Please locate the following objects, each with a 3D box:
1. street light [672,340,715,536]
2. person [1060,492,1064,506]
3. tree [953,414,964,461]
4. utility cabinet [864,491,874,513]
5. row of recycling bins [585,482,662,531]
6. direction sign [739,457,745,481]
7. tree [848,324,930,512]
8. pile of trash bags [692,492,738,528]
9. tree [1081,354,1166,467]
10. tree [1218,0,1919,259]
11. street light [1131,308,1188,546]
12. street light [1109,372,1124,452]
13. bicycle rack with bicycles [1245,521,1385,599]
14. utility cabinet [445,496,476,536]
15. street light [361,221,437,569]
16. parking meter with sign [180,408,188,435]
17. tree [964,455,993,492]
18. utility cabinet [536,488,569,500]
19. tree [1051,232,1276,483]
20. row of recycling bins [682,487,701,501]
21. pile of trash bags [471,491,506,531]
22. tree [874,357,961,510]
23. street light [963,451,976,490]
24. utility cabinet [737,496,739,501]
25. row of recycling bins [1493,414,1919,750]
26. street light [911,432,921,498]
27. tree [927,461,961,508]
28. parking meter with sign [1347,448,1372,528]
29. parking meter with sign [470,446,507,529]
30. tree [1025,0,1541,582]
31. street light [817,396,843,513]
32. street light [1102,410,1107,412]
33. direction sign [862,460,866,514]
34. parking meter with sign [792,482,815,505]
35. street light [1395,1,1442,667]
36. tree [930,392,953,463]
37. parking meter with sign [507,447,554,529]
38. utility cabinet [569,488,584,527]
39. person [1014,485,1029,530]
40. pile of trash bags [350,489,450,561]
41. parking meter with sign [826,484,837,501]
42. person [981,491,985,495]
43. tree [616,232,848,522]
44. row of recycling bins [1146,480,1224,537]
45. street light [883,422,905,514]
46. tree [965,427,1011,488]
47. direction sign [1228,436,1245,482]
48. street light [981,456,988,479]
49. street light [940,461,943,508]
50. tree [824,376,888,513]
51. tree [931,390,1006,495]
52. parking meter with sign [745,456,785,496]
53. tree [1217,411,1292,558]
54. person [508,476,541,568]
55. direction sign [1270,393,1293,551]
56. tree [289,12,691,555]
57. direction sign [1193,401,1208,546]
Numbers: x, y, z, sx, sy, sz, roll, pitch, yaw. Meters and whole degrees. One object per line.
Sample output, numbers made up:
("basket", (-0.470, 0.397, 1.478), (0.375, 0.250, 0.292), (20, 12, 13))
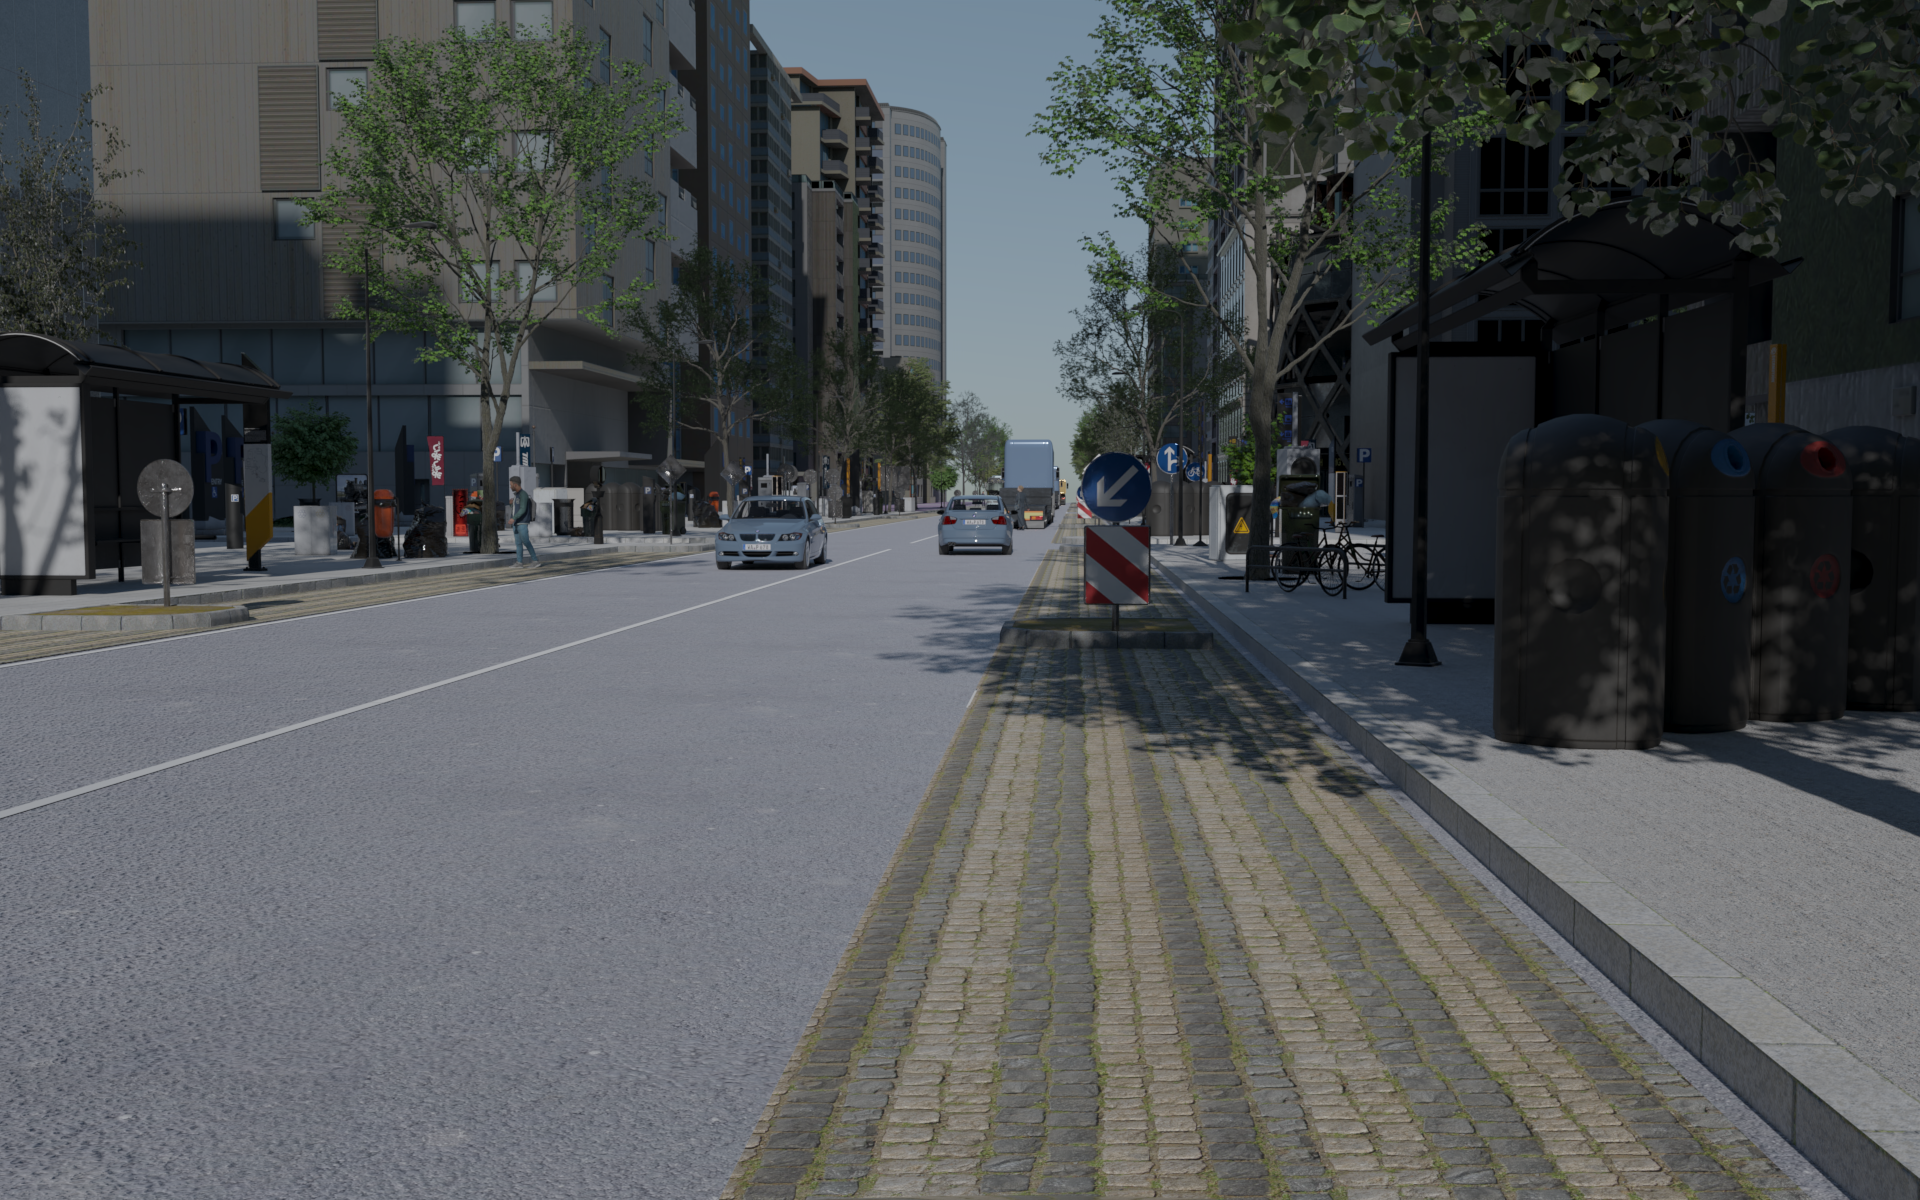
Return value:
("street light", (-8.092, -4.883, 52.376), (1.470, 5.913, 1.316), (0, 4, 4))
("person", (11.974, -12.062, 206.240), (0.721, 1.766, 1.217), (3, 5, 39))
("tree", (-3.304, -12.186, 133.658), (8.767, 10.594, 7.601), (2, 4, 29))
("utility cabinet", (-6.068, -6.544, 115.667), (0.318, 1.500, 1.173), (-2, 4, -32))
("row of recycling bins", (-11.819, -3.282, 60.774), (3.534, 1.692, 1.069), (2, 4, 35))
("direction sign", (-13.361, -6.988, 106.252), (0.379, 3.537, 0.876), (1, 4, 17))
("tree", (-6.609, -9.694, 92.910), (8.767, 10.594, 7.601), (-1, 4, -9))
("pile of trash bags", (-9.413, -3.502, 67.010), (1.912, 1.369, 3.447), (-1, 4, -14))
("tree", (8.746, -8.554, 90.228), (4.360, 8.622, 3.978), (0, 3, 0))
("tree", (3.664, -5.967, 4.224), (9.857, 13.997, 8.962), (0, 3, 0))
("street light", (4.916, -4.293, 42.728), (1.470, 5.913, 1.316), (0, 4, 4))
("street light", (6.457, -5.709, 65.888), (1.470, 5.913, 1.316), (0, 4, 4))
("bicycle rack with bicycles", (4.991, -0.559, 22.528), (2.852, 0.926, 2.925), (-2, 4, -31))
("utility cabinet", (-15.138, -2.532, 52.566), (1.020, 1.237, 0.306), (2, 4, 32))
("street light", (-9.603, -3.496, 29.693), (1.470, 5.913, 1.316), (0, 4, 4))
("parking meter with sign", (-16.305, -2.341, 34.530), (0.543, 3.016, 1.738), (2, 4, 28))
("tree", (2.439, -17.448, 235.641), (4.360, 8.622, 3.978), (0, 3, 0))
("utility cabinet", (-13.872, -3.045, 58.472), (1.173, 1.500, 0.318), (1, 4, 21))
("tree", (7.014, -7.744, 61.027), (8.767, 10.594, 7.601), (1, 4, 17))
("row of recycling bins", (-17.273, -5.896, 103.513), (3.534, 1.692, 1.069), (0, 4, -5))
("pile of trash bags", (-16.677, -3.063, 59.829), (1.912, 1.369, 3.447), (-1, 4, -17))
("tree", (-3.700, -13.754, 143.001), (7.486, 12.596, 7.792), (0, 3, 0))
("street light", (0.863, -13.185, 188.115), (1.470, 5.913, 1.316), (0, 4, 4))
("utility cabinet", (-12.205, -5.291, 97.665), (0.306, 1.237, 1.020), (1, 4, 22))
("row of recycling bins", (4.306, -0.165, 9.805), (3.534, 1.692, 1.069), (-2, 4, -34))
("street light", (-3.082, -9.533, 128.412), (1.470, 5.913, 1.316), (0, 4, 4))
("tree", (-1.571, -11.047, 164.328), (4.285, 4.588, 4.351), (0, 3, 0))
("parking meter with sign", (15.240, -4.294, 66.474), (0.543, 3.016, 1.738), (0, 4, -4))
("parking meter with sign", (-17.420, -4.073, 62.859), (0.543, 3.016, 1.738), (2, 4, 32))
("tree", (4.516, -6.091, 25.351), (9.928, 11.665, 9.643), (0, 3, 0))
("street light", (-6.216, -6.698, 82.055), (1.470, 5.913, 1.316), (0, 4, 4))
("street light", (8.472, -7.543, 95.872), (1.470, 5.913, 1.316), (0, 4, 4))
("direction sign", (-6.362, -7.484, 114.368), (0.379, 3.537, 0.876), (-1, 4, -17))
("parking meter with sign", (-10.115, -7.055, 111.603), (1.738, 3.016, 0.543), (2, 4, 26))
("street light", (2.903, -2.467, 12.876), (1.470, 5.913, 1.316), (0, 4, 4))
("tree", (-4.595, -11.377, 120.422), (7.601, 10.594, 8.767), (0, 4, -2))
("parking meter with sign", (-15.939, -4.151, 64.135), (1.738, 3.016, 0.543), (0, 4, -7))
("utility cabinet", (-14.963, -3.509, 66.043), (1.173, 1.500, 0.318), (-2, 4, -28))
("person", (2.450, -3.631, 68.291), (0.534, 1.772, 0.576), (2, 4, 30))
("pile of trash bags", (-11.282, -1.524, 34.671), (1.912, 1.369, 3.447), (-1, 4, -10))
("parking meter with sign", (-9.166, -7.972, 126.603), (0.543, 3.016, 1.738), (3, 4, 38))
("person", (2.659, -11.097, 190.392), (0.568, 1.767, 0.683), (2, 4, 31))
("tree", (-8.562, -7.820, 62.268), (7.601, 10.594, 8.767), (0, 4, 5))
("row of recycling bins", (7.064, -2.843, 53.592), (1.069, 1.692, 3.534), (3, 5, 44))
("street light", (-4.259, -8.513, 111.728), (1.470, 5.913, 1.316), (0, 4, 4))
("tree", (5.490, -22.471, 284.409), (9.611, 12.733, 9.660), (0, 3, 0))
("direction sign", (10.851, -4.620, 67.526), (0.876, 3.537, 0.379), (3, 4, 39))
("street light", (2.401, -14.587, 211.043), (1.470, 5.913, 1.316), (0, 4, 4))
("street light", (-1.154, -11.348, 158.087), (1.470, 5.913, 1.316), (0, 4, 4))
("tree", (-6.292, -9.591, 107.179), (4.360, 8.622, 3.978), (0, 3, 0))
("tree", (0.567, -17.858, 202.348), (12.009, 13.543, 11.850), (0, 3, 0))
("parking meter with sign", (-8.907, -5.082, 79.359), (1.738, 3.016, 0.543), (0, 4, -3))
("tree", (5.953, -2.485, 35.233), (1.663, 3.219, 1.824), (0, 3, 0))
("person", (-8.477, -1.503, 33.414), (0.721, 1.781, 0.623), (-3, 5, -40))
("direction sign", (7.028, -2.872, 38.947), (0.876, 3.537, 0.379), (0, 4, 7))
("tree", (-9.958, -6.802, 36.973), (9.928, 11.665, 9.643), (0, 3, 0))
("direction sign", (5.921, -3.093, 42.561), (0.379, 3.537, 0.876), (0, 4, 0))
